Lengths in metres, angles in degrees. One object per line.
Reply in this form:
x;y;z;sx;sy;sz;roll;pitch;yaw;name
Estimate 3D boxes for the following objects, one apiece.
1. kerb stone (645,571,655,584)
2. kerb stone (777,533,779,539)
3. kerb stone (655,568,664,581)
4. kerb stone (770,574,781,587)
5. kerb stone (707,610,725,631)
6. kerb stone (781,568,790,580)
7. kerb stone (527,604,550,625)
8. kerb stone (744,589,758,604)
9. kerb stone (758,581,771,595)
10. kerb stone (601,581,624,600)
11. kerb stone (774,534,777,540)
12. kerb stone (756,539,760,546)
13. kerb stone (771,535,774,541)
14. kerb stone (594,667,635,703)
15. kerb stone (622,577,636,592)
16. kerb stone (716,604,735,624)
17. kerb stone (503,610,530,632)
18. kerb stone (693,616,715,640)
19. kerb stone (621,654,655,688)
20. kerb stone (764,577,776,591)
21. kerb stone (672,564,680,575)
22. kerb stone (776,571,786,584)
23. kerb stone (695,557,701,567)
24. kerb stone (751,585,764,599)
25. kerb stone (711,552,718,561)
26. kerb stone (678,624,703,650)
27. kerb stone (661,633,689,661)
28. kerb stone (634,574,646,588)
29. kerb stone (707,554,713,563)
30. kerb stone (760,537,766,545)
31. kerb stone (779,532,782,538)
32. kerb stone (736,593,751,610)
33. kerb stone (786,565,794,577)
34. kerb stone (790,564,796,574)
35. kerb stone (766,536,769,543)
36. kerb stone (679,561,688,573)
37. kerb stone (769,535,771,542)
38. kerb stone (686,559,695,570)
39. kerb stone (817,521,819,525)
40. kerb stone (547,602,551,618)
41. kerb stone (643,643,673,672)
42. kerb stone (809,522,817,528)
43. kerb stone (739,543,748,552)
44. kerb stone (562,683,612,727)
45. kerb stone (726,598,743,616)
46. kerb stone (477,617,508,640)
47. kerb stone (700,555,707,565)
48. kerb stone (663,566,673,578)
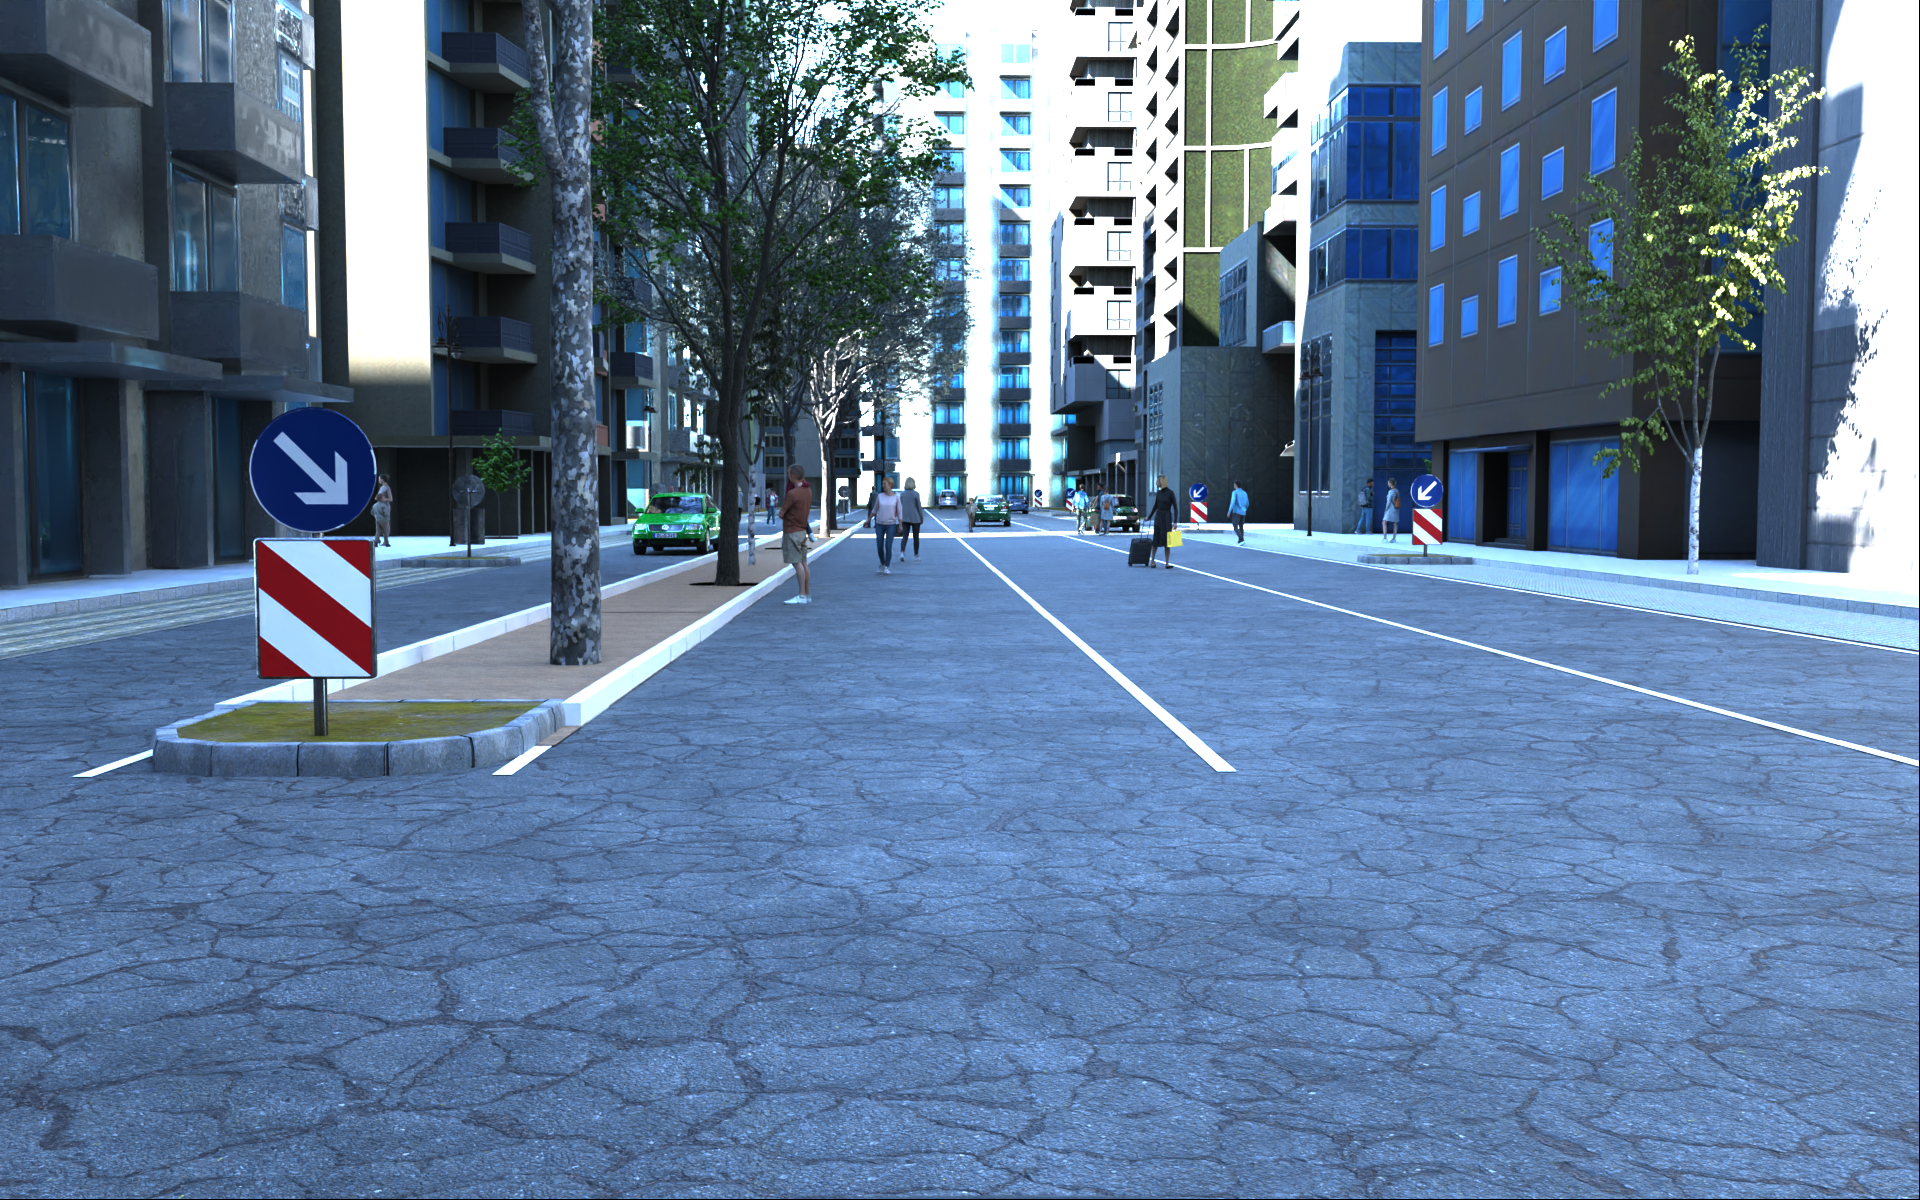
-5.007;-0.323;27.474;0.120;0.150;1.000;0;4;-2;kerb stone
-5.823;-1.950;54.084;0.120;0.150;1.000;0;4;-2;kerb stone
-5.036;-0.385;28.497;0.120;0.150;1.000;0;4;-2;kerb stone
-2.878;-0.264;26.506;0.120;0.150;1.000;0;4;-2;kerb stone
-2.621;0.242;18.313;0.120;0.150;1.000;0;4;-2;kerb stone
-2.934;-0.389;28.558;0.120;0.150;1.000;0;4;-2;kerb stone
-4.757;0.178;19.282;0.120;0.150;1.000;0;4;-2;kerb stone
-2.750;-0.013;22.407;0.120;0.150;1.000;0;4;-2;kerb stone
-2.811;-0.136;24.460;0.120;0.150;1.000;0;4;-2;kerb stone
-4.912;-0.130;24.399;0.120;0.150;1.000;0;4;-2;kerb stone
-5.788;-1.888;53.062;0.120;0.150;1.000;0;4;-2;kerb stone
-5.597;-1.506;46.920;0.120;0.150;1.000;0;4;-2;kerb stone
-5.753;-1.825;52.040;0.120;0.150;1.000;0;4;-2;kerb stone
-2.440;0.615;12.159;0.120;0.150;1.000;0;4;-2;kerb stone
-4.936;-0.197;25.421;0.120;0.150;1.000;0;4;-2;kerb stone
-2.653;0.175;19.335;0.120;0.150;1.000;0;4;-2;kerb stone
-4.727;0.241;18.261;0.120;0.150;1.000;0;4;-2;kerb stone
-2.587;0.300;17.291;0.120;0.150;1.000;0;4;-2;kerb stone
-2.473;0.551;13.182;0.120;0.150;1.000;0;4;-2;kerb stone
-2.837;-0.200;25.483;0.120;0.150;1.000;0;4;-2;kerb stone
-5.102;-0.511;30.543;0.120;0.150;1.000;0;4;-2;kerb stone
-2.895;-0.320;27.531;0.120;0.150;1.000;0;4;-2;kerb stone
-5.189;-0.690;33.610;0.120;0.150;1.000;0;4;-2;kerb stone
-2.787;-0.073;23.436;0.120;0.150;1.000;0;4;-2;kerb stone
-5.292;-0.886;36.684;0.120;0.150;1.000;0;4;-2;kerb stone
-2.560;0.363;16.256;0.120;0.150;1.000;0;4;-2;kerb stone
-2.533;0.427;15.233;0.120;0.150;1.000;0;4;-2;kerb stone
-4.973;-0.260;26.453;0.120;0.150;1.000;0;4;-2;kerb stone
-5.256;-0.821;35.659;0.120;0.150;1.000;0;4;-2;kerb stone
-5.662;-1.637;48.964;0.120;0.150;1.000;0;4;-2;kerb stone
-5.846;-2.013;55.106;0.120;0.150;1.000;0;4;-2;kerb stone
-2.719;0.050;21.385;0.120;0.150;1.000;0;4;-2;kerb stone
-2.966;-0.452;29.579;0.120;0.150;1.000;0;4;-2;kerb stone
-2.998;-0.508;30.606;0.120;0.150;1.000;0;4;-2;kerb stone
-5.696;-1.699;49.987;0.120;0.150;1.000;0;4;-2;kerb stone
-5.129;-0.569;31.566;0.120;0.150;1.000;0;4;-2;kerb stone
-5.729;-1.762;51.009;0.120;0.150;1.000;0;4;-2;kerb stone
-5.159;-0.636;32.588;0.120;0.150;1.000;0;4;-2;kerb stone
-6.535;-3.389;77.606;0.120;0.150;1.000;0;4;-2;kerb stone
-4.784;0.115;20.312;0.120;0.150;1.000;0;4;-2;kerb stone
-2.505;0.491;14.210;0.120;0.150;1.000;0;4;-2;kerb stone
-6.501;-3.327;76.584;0.120;0.150;1.000;0;4;-2;kerb stone
-5.505;-1.324;43.854;0.120;0.150;1.000;0;4;-2;kerb stone
-2.404;0.676;11.135;0.120;0.150;1.000;0;4;-2;kerb stone
-2.690;0.114;20.357;0.120;0.150;1.000;0;4;-2;kerb stone
-4.699;0.303;17.236;0.120;0.150;1.000;0;4;-2;kerb stone
-5.223;-0.761;34.637;0.120;0.150;1.000;0;4;-2;kerb stone
-5.070;-0.448;29.521;0.120;0.150;1.000;0;4;-2;kerb stone
